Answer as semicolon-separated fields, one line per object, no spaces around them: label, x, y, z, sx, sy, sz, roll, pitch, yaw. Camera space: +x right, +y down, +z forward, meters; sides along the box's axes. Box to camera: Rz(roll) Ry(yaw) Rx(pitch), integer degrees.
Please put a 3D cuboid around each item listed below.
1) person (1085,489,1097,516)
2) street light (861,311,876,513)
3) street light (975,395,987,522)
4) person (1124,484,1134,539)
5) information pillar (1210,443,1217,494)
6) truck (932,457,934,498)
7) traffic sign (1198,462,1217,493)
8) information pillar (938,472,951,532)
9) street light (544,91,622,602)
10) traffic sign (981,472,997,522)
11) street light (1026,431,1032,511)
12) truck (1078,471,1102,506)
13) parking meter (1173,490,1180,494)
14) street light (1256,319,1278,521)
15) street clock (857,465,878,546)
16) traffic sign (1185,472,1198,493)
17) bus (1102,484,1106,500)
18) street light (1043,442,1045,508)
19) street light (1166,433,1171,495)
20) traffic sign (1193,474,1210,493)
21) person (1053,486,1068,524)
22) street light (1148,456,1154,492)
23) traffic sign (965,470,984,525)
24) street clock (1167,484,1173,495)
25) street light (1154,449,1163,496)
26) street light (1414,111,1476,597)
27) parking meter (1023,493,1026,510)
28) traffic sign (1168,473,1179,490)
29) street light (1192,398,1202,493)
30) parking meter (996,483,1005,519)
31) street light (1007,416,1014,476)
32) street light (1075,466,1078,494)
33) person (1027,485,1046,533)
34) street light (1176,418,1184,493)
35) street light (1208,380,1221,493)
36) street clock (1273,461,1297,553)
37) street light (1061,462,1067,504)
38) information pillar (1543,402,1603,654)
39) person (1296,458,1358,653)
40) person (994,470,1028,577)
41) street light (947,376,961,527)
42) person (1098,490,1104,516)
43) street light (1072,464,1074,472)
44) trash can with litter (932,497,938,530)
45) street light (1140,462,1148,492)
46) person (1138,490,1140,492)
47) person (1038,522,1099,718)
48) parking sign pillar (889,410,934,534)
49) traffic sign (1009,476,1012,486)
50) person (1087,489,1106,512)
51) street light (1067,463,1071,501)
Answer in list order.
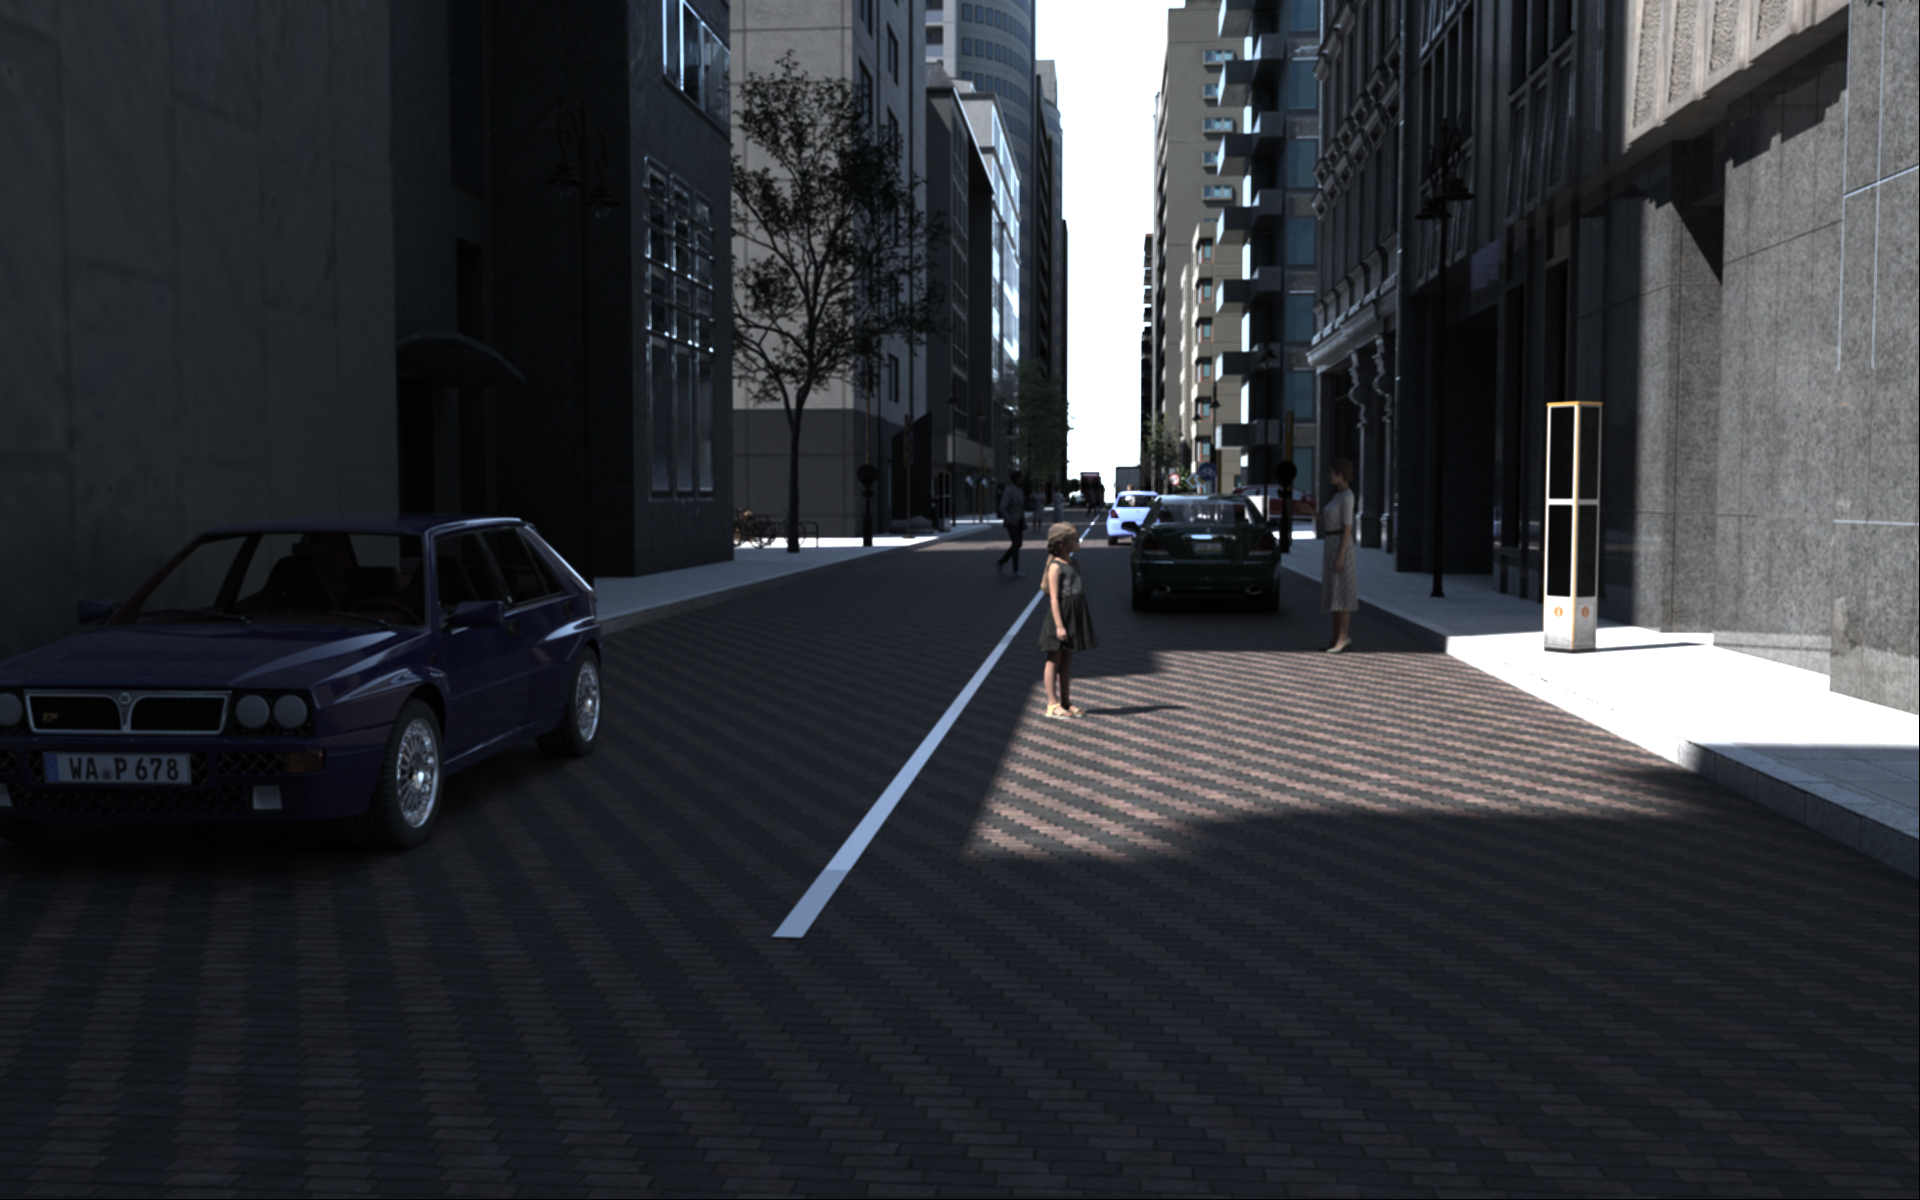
person;8.453;-6.276;111.512;0.834;1.777;0.661;2;4;34
street light;-2.333;-4.354;43.969;0.468;5.910;1.993;0;4;5
street light;0.967;-6.534;79.619;0.468;5.910;1.993;0;4;5
person;5.311;-2.803;54.900;0.524;1.755;0.480;-2;4;-27
information pillar;11.494;-5.340;78.667;0.183;3.616;0.504;-2;4;-24
truck;-9.880;-5.240;75.428;18.799;4.110;2.967;0;4;4
traffic sign;9.848;-4.211;68.954;0.768;2.556;0.104;1;4;9
information pillar;-0.530;-3.290;58.284;0.304;2.012;0.304;-3;5;-43
street light;-4.416;-2.916;20.463;0.468;5.910;1.993;0;4;5
traffic sign;1.290;-4.635;79.418;0.795;2.450;0.064;0;4;5
street light;5.105;-9.448;127.260;0.468;5.910;1.993;0;4;5
truck;16.242;-13.898;216.150;2.839;4.237;11.283;0;4;5
parking meter;12.842;-5.768;102.716;0.372;1.533;0.369;0;3;0
street light;8.112;-4.470;45.875;0.468;5.910;1.993;0;4;5
street clock;-2.271;-2.324;42.567;0.471;2.002;0.358;1;4;21
traffic sign;10.596;-4.583;78.571;0.795;2.450;0.064;0;4;5
bus;23.799;-18.652;299.813;2.948;3.499;13.247;0;4;5
street light;7.608;-11.199;155.888;0.468;5.910;1.993;0;4;5
street light;15.573;-9.563;129.146;0.468;5.910;1.993;0;4;5
traffic sign;9.887;-4.096;70.618;0.795;2.450;0.064;0;4;5
person;3.774;-3.445;65.401;0.480;1.755;0.524;2;4;30
street light;20.215;-12.733;180.976;0.468;5.910;1.993;0;4;5
traffic sign;0.582;-4.148;71.464;0.795;2.450;0.064;0;4;5
street clock;15.094;-7.305;124.006;0.471;2.002;0.358;3;4;38
street light;18.089;-11.288;157.353;0.468;5.910;1.993;0;4;5
street light;5.967;-2.977;21.468;0.468;5.910;1.993;0;4;5
parking meter;5.074;-7.873;137.126;0.372;1.533;0.369;0;3;0
traffic sign;13.232;-6.532;106.909;0.768;2.556;0.104;1;4;14
street light;11.219;-6.689;82.152;0.468;5.910;1.993;0;4;5
parking meter;2.122;-5.200;90.738;0.399;1.863;0.255;2;4;28
street light;2.998;-7.972;103.128;0.468;5.910;1.993;0;4;5
street light;17.177;-17.734;262.733;0.468;5.910;1.993;0;4;5
person;2.796;-3.352;63.667;0.716;1.782;0.532;0;4;4
street light;13.422;-8.126;105.647;0.468;5.910;1.993;0;4;5
street light;10.307;-5.957;70.179;0.468;5.910;1.993;0;4;5
street clock;7.041;-2.020;37.597;0.471;2.002;0.358;-1;4;-11
street light;11.998;-14.123;203.691;0.468;5.910;1.993;0;4;5
information pillar;4.943;-0.581;13.987;0.304;2.012;0.304;-2;4;-32
person;3.349;-0.406;15.716;0.524;1.755;0.480;0;4;-3
person;0.878;-1.337;30.210;0.795;1.843;0.661;2;4;34
street light;-0.239;-5.822;67.982;0.468;5.910;1.993;0;4;5
person;9.349;-6.452;114.827;0.643;1.720;0.563;-2;4;-24
street light;15.117;-16.288;239.100;0.468;5.910;1.993;0;4;5
trash can with litter;-1.013;-3.095;61.995;0.624;1.170;1.055;-2;4;-25
street light;24.450;-15.662;228.861;0.468;5.910;1.993;0;4;5
person;15.554;-8.662;150.463;0.374;1.781;0.599;1;4;14
person;0.705;0.122;11.177;0.373;1.253;0.362;3;5;40
parking sign pillar;-1.550;-4.106;55.600;1.447;3.967;1.447;0;4;-2
traffic sign;3.099;-5.977;99.857;0.606;2.300;0.079;1;4;11
person;10.666;-7.719;134.925;1.509;1.804;0.699;0;4;-8
street light;13.996;-15.571;227.369;0.468;5.910;1.993;0;4;5
